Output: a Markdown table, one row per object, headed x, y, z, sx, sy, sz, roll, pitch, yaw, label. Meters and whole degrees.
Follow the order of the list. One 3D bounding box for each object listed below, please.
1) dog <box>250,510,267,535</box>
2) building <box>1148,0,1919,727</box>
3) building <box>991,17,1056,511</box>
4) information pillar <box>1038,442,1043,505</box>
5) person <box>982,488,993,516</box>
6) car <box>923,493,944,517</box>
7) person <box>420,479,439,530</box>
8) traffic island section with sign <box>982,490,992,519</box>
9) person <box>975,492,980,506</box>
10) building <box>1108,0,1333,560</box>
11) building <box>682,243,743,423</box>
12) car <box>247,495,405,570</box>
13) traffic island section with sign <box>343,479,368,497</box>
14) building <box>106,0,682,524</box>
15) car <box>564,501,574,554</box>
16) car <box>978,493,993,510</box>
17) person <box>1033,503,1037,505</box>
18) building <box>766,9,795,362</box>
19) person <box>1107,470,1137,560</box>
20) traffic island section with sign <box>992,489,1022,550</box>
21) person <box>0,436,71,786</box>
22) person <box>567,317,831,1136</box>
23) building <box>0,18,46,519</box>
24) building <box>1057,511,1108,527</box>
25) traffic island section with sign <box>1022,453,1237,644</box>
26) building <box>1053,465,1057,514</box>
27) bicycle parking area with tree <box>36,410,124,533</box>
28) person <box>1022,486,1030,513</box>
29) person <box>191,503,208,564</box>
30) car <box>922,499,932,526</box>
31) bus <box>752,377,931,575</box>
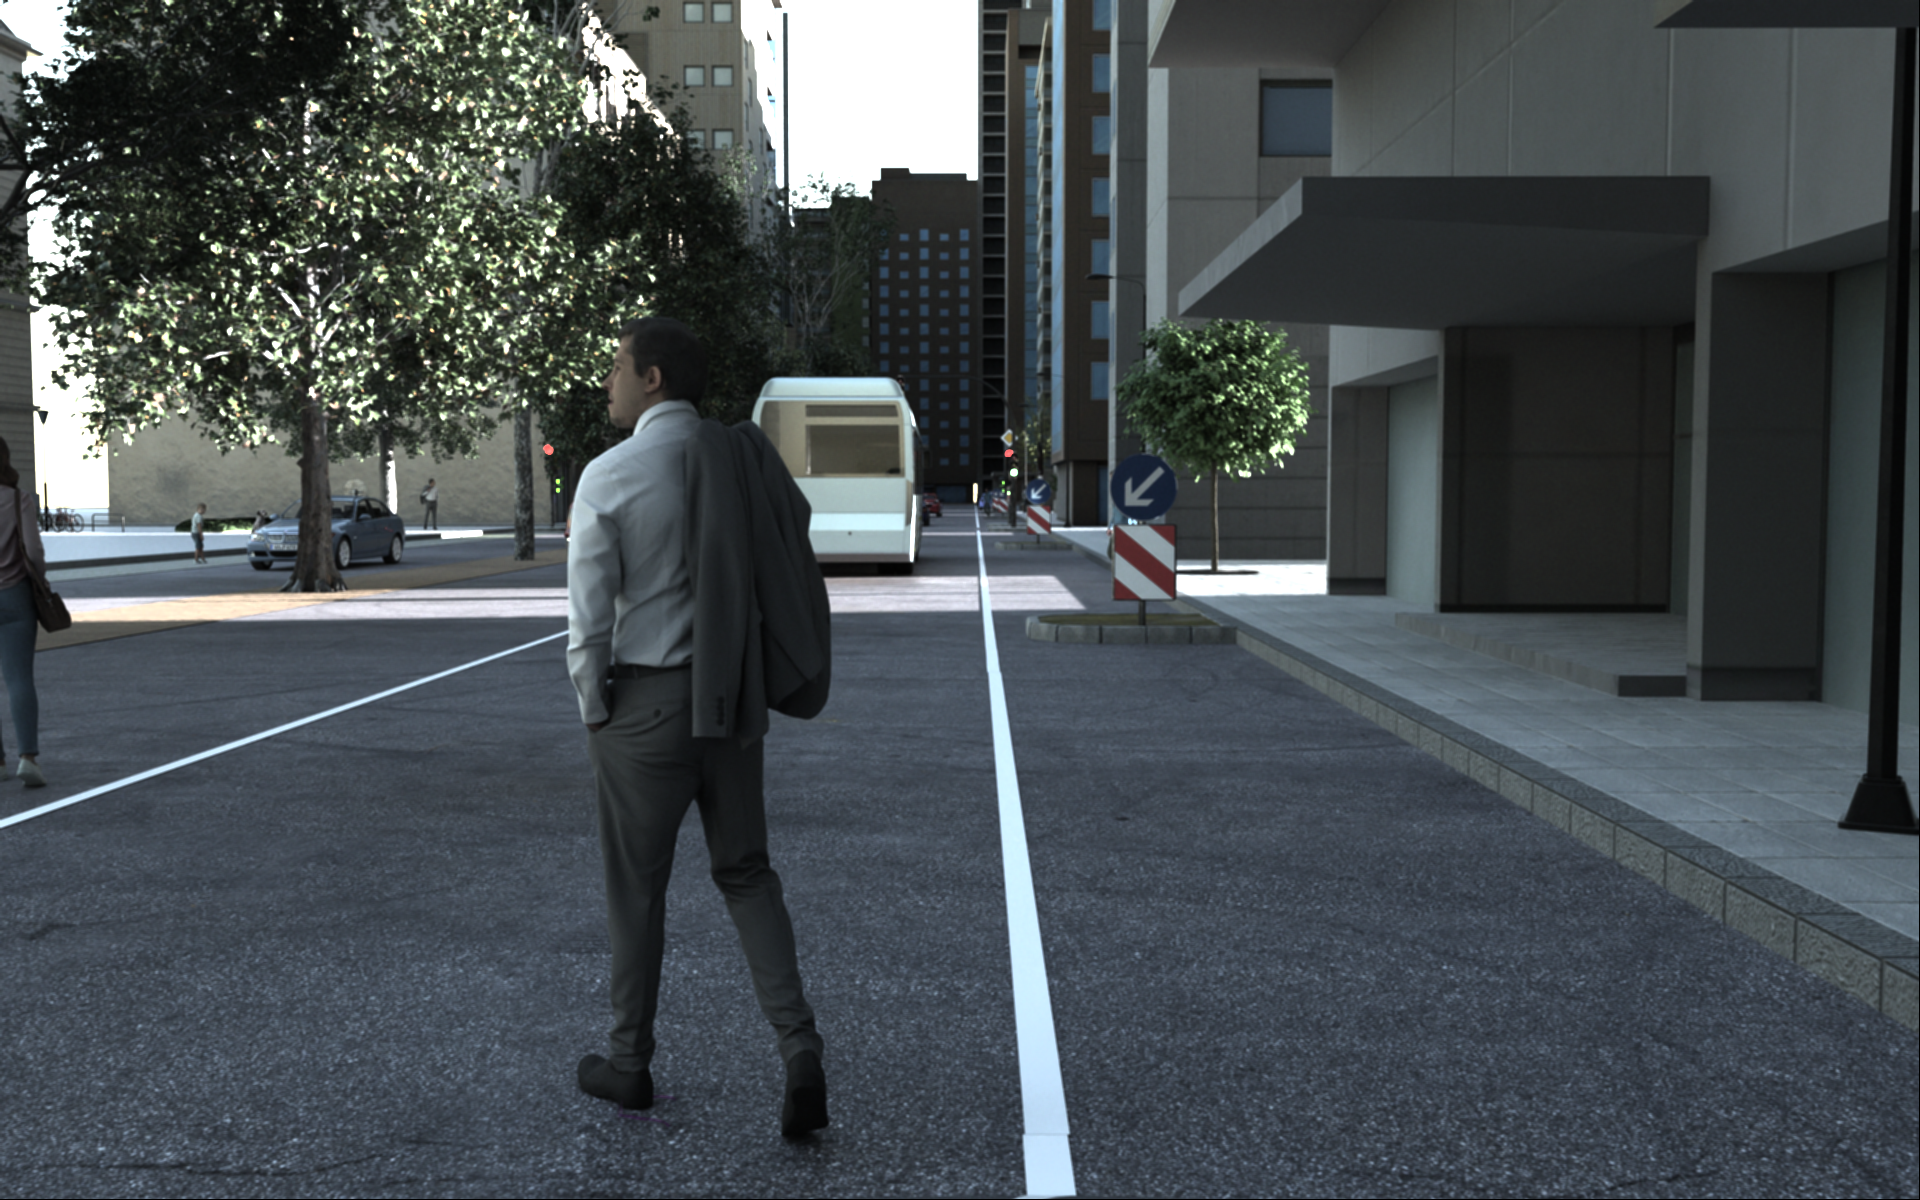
| x | y | z | sx | sy | sz | roll | pitch | yaw | label |
| --- | --- | --- | --- | --- | --- | --- | --- | --- | --- |
| -20.349 | -2.198 | 50.315 | 0.513 | 0.831 | 0.800 | -1 | 4 | -15 | dog |
| 15.654 | -25.626 | 8.232 | 28.713 | 52.752 | 27.495 | 0 | 4 | 0 | building |
| 18.673 | -27.236 | 137.189 | 32.217 | 40.220 | 23.993 | 0 | 4 | 0 | building |
| 3.607 | -5.286 | 77.783 | 0.183 | 3.616 | 0.504 | -1 | 4 | -15 | information pillar |
| 1.665 | -5.830 | 104.161 | 0.601 | 1.785 | 0.444 | 3 | 4 | 38 | person |
| -2.077 | -6.127 | 109.220 | 2.155 | 1.783 | 4.494 | 0 | 4 | 2 | car |
| -19.154 | -3.450 | 62.551 | 0.679 | 1.850 | 0.850 | -3 | 5 | -40 | person |
| 2.351 | -5.544 | 99.265 | 1.989 | 1.847 | 2.006 | 0 | 4 | 0 | traffic island section with sign |
| 2.068 | -12.030 | 205.998 | 0.445 | 1.727 | 0.742 | 2 | 4 | 35 | person |
| 14.602 | -30.819 | 45.894 | 21.231 | 58.520 | 28.212 | 0 | 4 | 0 | building |
| -24.350 | -18.612 | 123.370 | 14.314 | 24.678 | 30.058 | 0 | 4 | 0 | building |
| -12.461 | -1.365 | 34.318 | 2.014 | 1.417 | 4.499 | 0 | 4 | 2 | car |
| -15.617 | -2.182 | 44.301 | 1.989 | 1.847 | 2.006 | 0 | 4 | 0 | traffic island section with sign |
| -27.005 | -17.512 | 90.843 | 19.350 | 26.468 | 34.151 | 0 | 4 | 0 | building |
| -6.142 | -1.524 | 33.593 | 2.281 | 1.827 | 5.304 | 0 | 4 | 2 | car |
| 2.583 | -8.884 | 154.849 | 1.945 | 1.707 | 3.694 | 0 | 4 | -1 | car |
| 4.944 | -6.418 | 111.727 | 0.466 | 1.731 | 0.760 | 1 | 4 | 12 | person |
| -32.772 | -55.097 | 213.511 | 31.000 | 86.520 | 22.319 | 0 | 4 | 0 | building |
| 2.395 | -1.013 | 25.402 | 0.444 | 1.785 | 0.601 | -1 | 4 | -9 | person |
| 1.912 | -2.234 | 45.153 | 1.989 | 1.847 | 2.006 | 0 | 4 | 0 | traffic island section with sign |
| -4.729 | 0.033 | 8.547 | 0.593 | 1.750 | 0.643 | -1 | 4 | -18 | person |
| -0.584 | 0.285 | 3.949 | 0.679 | 1.850 | 0.850 | -3 | 5 | -42 | person |
| -58.080 | -17.963 | 81.077 | 23.554 | 28.519 | 14.401 | 0 | 4 | 0 | building |
| 11.459 | -26.137 | 77.456 | 14.200 | 45.320 | 14.600 | 0 | 4 | 0 | building |
| 1.679 | -0.546 | 17.553 | 1.989 | 1.847 | 2.006 | 0 | 4 | 0 | traffic island section with sign |
| 20.097 | -15.800 | 103.366 | 27.650 | 21.520 | 28.899 | 0 | 4 | 0 | building |
| -32.726 | -4.282 | 57.020 | 8.231 | 4.147 | 9.016 | -3 | 5 | -44 | bicycle parking area with tree |
| 4.456 | -6.676 | 115.035 | 0.661 | 1.843 | 0.795 | 0 | 4 | 0 | person |
| -15.621 | -1.370 | 35.578 | 0.352 | 1.250 | 0.332 | 0 | 4 | 5 | person |
| -2.243 | -4.019 | 78.289 | 1.945 | 1.354 | 3.894 | 0 | 4 | 0 | car |
| -2.078 | -2.391 | 33.952 | 2.948 | 3.499 | 13.247 | 0 | 4 | -1 | bus |
